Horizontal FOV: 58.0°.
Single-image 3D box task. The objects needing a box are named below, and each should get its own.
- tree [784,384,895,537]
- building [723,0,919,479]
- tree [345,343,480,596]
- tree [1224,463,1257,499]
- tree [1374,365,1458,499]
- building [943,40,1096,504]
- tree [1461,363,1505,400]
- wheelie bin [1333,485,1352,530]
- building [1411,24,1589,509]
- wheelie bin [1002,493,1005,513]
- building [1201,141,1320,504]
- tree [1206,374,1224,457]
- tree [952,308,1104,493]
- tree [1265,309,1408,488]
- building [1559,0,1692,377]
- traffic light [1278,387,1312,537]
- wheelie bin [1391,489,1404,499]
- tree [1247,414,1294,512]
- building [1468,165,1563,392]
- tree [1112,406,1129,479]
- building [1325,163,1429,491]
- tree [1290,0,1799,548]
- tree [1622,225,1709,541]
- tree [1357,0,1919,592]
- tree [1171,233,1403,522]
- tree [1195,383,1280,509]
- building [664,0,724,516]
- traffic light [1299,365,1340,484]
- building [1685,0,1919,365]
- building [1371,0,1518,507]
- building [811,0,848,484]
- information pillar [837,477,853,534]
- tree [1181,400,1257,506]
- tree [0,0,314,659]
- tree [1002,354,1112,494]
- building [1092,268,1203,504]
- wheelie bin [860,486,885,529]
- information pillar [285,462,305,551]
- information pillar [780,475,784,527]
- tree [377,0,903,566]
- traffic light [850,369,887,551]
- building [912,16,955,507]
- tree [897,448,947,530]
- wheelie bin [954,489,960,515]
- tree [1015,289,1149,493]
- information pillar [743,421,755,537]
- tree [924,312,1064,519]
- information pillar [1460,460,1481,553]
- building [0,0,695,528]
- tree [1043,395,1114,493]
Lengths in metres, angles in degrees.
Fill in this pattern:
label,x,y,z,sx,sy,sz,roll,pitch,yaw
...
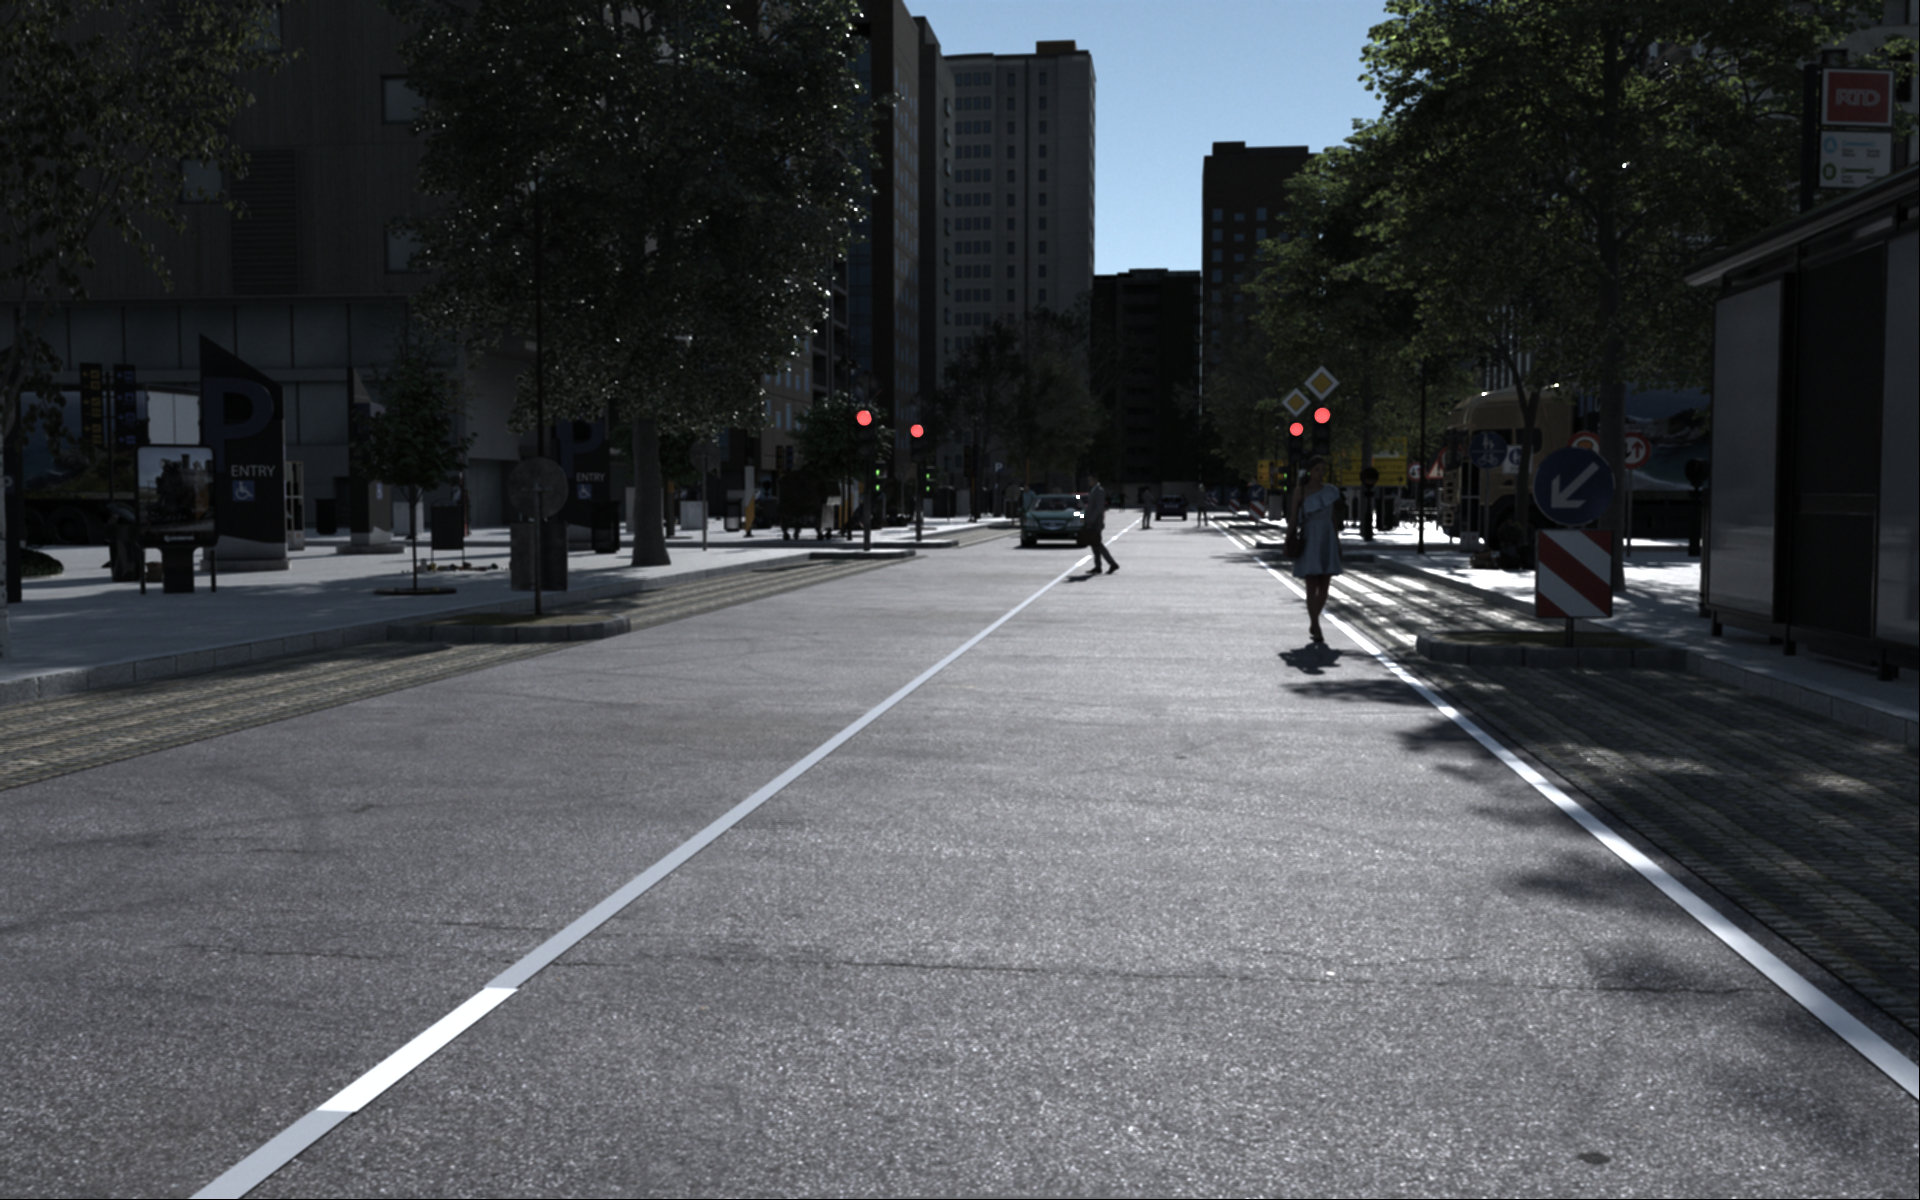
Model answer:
label,x,y,z,sx,sy,sz,roll,pitch,yaw
tree,-3.596,-4.171,51.917,4.285,4.588,4.351,0,3,0
building,-11.486,-30.691,151.913,14.600,45.320,14.200,0,4,7
tree,-6.955,-1.700,22.394,1.663,3.219,1.824,0,3,0
tree,27.902,-11.517,172.014,4.285,4.588,4.351,0,3,0
tree,23.988,-8.752,93.452,4.360,8.622,3.978,0,3,0
building,3.661,-42.086,230.106,28.212,58.520,21.231,0,4,7
tree,29.441,-9.000,97.516,4.360,8.622,3.978,0,3,0
wheelie bin,13.361,-3.291,61.716,0.693,1.594,0.980,0,4,-7
building,52.404,-27.065,134.391,32.217,40.220,23.993,0,4,7
wheelie bin,3.203,-6.464,113.591,0.693,1.594,0.980,2,4,29
building,38.282,-35.024,222.749,14.200,45.320,14.600,0,4,7
tree,12.360,-8.203,52.252,7.486,12.596,7.792,0,3,0
tree,4.303,-12.488,114.547,12.009,13.543,11.850,0,3,0
tree,13.508,-6.952,64.032,4.737,8.622,4.395,0,3,0
building,37.065,-17.991,81.537,14.401,28.519,23.554,0,4,7
traffic light,8.836,-3.475,45.734,0.839,4.253,0.868,0,4,7
wheelie bin,25.858,-5.785,102.494,0.693,1.594,0.980,1,4,20
tree,21.948,-10.570,123.175,4.360,8.622,3.978,0,3,0
building,39.613,-16.141,105.712,13.314,21.916,24.055,0,4,7
tree,15.600,-17.178,198.983,7.486,12.596,7.792,0,3,0
building,60.126,-34.821,223.942,28.867,44.769,22.147,0,4,7
tree,10.217,-5.929,31.349,8.767,10.594,7.601,1,4,12
tree,19.111,-5.923,47.197,4.360,8.622,3.978,0,3,0
tree,8.469,-6.418,23.059,7.486,12.596,7.792,0,3,0
tree,15.495,-10.432,80.927,12.009,13.543,11.850,0,3,0
tree,24.585,-13.900,153.015,9.928,11.665,9.643,0,3,0
building,-17.260,-27.827,105.088,14.600,45.320,14.200,0,4,7
traffic light,7.852,-2.990,37.809,0.839,4.253,0.868,0,4,7
building,35.867,-12.612,60.950,16.860,20.320,10.420,0,4,7
building,51.748,-51.908,161.372,22.319,86.520,31.000,0,4,7
building,-17.468,-42.575,134.357,20.563,71.187,20.611,0,4,7
information pillar,-3.722,-3.967,56.222,0.504,3.616,0.183,-2,4,-34
tree,28.617,-16.610,188.585,9.611,12.733,9.660,0,3,0
tree,-7.275,-3.853,13.352,4.360,8.622,3.978,0,3,0
tree,7.328,-13.418,137.505,7.486,12.596,7.792,0,3,0
building,24.257,-27.732,225.113,14.107,30.474,14.160,0,4,7
wheelie bin,-3.189,-3.432,64.025,0.980,1.594,0.693,-2,4,-30
information pillar,-15.115,-2.130,39.311,0.304,2.012,0.304,3,4,36
information pillar,-6.602,-3.736,65.572,0.304,2.012,0.304,2,4,27
tree,-5.580,-7.591,30.766,9.857,13.997,8.962,0,3,0
traffic light,-2.085,-3.064,39.022,0.839,4.253,0.868,0,4,7
building,-12.231,-33.734,175.245,21.600,48.544,21.300,0,4,7
tree,-1.302,-4.151,62.473,1.663,3.219,1.824,0,3,0
wheelie bin,-0.264,-6.034,106.569,0.980,1.594,0.693,-3,4,-37
tree,11.642,-18.468,157.839,12.611,20.169,13.585,0,3,0
information pillar,-6.249,-3.673,51.409,0.183,3.616,0.504,1,4,18
tree,1.211,-9.426,88.535,7.601,10.594,8.767,2,4,28
information pillar,11.124,-2.035,37.761,0.304,2.012,0.304,-1,4,-22
building,-27.822,-29.794,76.375,28.713,52.752,27.495,0,4,7
tree,12.342,-15.631,181.324,9.928,11.665,9.643,0,3,0
